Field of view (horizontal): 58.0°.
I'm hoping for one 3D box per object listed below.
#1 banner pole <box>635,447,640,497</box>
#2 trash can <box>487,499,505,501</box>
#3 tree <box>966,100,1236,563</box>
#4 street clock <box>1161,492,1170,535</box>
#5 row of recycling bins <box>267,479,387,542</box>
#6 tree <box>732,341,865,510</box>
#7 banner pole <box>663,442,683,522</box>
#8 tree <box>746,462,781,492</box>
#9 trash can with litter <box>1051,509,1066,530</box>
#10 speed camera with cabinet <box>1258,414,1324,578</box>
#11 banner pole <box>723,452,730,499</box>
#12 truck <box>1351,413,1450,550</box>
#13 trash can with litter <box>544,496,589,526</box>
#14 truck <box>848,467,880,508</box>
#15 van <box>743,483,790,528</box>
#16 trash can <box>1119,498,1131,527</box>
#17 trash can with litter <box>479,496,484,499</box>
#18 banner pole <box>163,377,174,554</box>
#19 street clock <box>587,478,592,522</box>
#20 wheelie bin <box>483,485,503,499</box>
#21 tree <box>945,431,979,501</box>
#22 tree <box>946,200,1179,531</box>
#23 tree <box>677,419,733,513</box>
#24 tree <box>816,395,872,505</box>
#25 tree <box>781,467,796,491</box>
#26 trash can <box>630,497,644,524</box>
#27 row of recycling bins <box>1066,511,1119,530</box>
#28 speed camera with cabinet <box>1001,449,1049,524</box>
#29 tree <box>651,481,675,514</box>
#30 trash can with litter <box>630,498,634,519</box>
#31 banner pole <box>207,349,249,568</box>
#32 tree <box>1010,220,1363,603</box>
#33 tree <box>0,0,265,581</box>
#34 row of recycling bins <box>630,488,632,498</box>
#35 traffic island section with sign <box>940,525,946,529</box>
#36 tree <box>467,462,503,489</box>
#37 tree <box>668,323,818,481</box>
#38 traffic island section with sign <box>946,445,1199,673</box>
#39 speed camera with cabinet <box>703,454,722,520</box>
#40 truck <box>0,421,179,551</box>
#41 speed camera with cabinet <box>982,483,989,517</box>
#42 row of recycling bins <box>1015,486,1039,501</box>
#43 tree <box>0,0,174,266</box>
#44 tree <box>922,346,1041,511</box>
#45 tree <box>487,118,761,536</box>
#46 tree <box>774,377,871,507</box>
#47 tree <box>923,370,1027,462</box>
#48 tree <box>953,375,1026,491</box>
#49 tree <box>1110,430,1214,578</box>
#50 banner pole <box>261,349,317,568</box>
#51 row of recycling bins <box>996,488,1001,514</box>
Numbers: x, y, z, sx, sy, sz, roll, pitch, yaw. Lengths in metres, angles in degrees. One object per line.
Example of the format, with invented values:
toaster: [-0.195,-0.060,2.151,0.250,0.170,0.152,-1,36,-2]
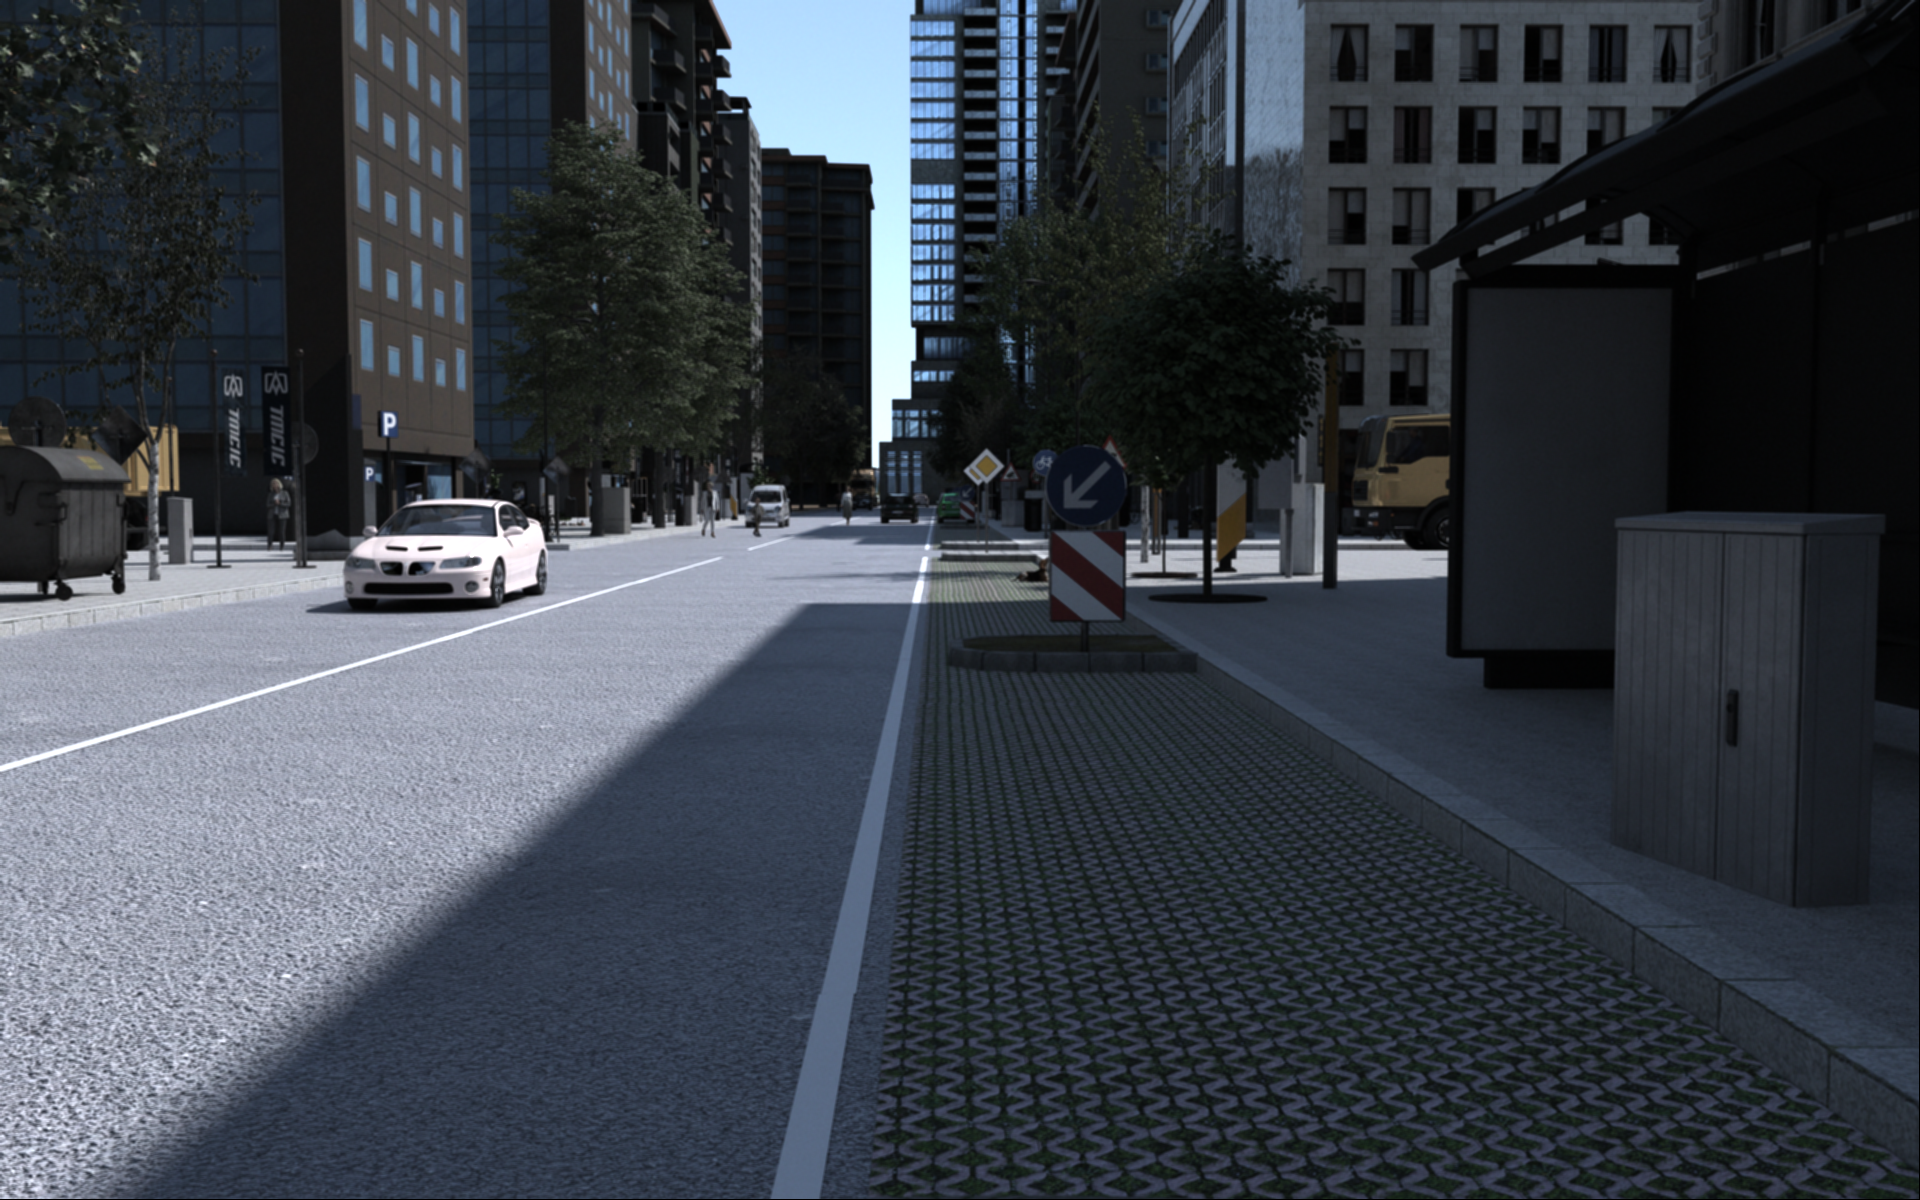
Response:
banner pole: [-15.085,-5.566,81.022,0.401,3.779,0.863,-2,4,-29]
trash can: [-13.833,-2.420,51.227,0.748,1.137,0.748,0,3,0]
tree: [3.297,-4.997,32.063,4.737,8.622,4.395,0,3,0]
street clock: [6.423,-3.044,54.342,0.358,2.002,0.471,0,4,-7]
row of recycling bins: [-17.433,-2.482,47.691,1.069,1.692,3.534,2,4,34]
tree: [-12.634,-13.920,137.961,12.009,13.543,11.850,0,3,0]
banner pole: [-13.529,-5.649,82.371,0.863,3.779,0.401,2,4,28]
tree: [-12.096,-6.662,103.520,1.663,3.219,1.824,0,3,0]
trash can with litter: [3.523,-2.797,57.112,1.055,1.170,0.624,1,4,18]
speed camera with cabinet: [5.282,-2.013,27.241,0.660,3.252,2.038,2,4,29]
banner pole: [-14.075,-6.996,104.407,0.401,3.779,0.863,2,4,35]
truck: [13.747,-2.831,42.214,9.791,3.379,3.469,0,3,0]
trash can with litter: [-16.097,-3.609,70.058,2.233,1.210,1.678,0,4,-8]
truck: [-10.108,-11.946,184.226,2.839,4.237,11.283,0,4,1]
van: [-8.340,-4.165,75.108,2.013,2.044,4.112,0,4,-1]
trash can: [6.362,-3.452,68.101,0.748,1.137,0.748,0,3,0]
trash can with litter: [-19.255,-3.643,70.624,1.678,1.210,2.233,0,4,2]
banner pole: [-16.810,-2.869,36.921,0.401,3.779,0.863,-2,4,-25]
street clock: [-16.644,-4.515,78.395,0.358,2.002,0.471,-3,5,-42]
wheelie bin: [-16.428,-3.245,60.962,0.693,1.594,0.980,-1,4,-20]
tree: [1.543,-16.472,187.439,7.486,12.596,7.792,0,3,0]
tree: [3.454,-8.219,60.129,9.928,11.665,9.643,0,3,0]
tree: [-17.137,-10.088,115.294,4.737,8.622,4.395,0,3,0]
tree: [-13.870,-17.090,197.542,7.486,12.596,7.792,0,3,0]
tree: [-12.733,-7.886,123.541,1.663,3.219,1.824,0,3,0]
trash can: [-14.154,-3.914,75.645,0.748,1.137,0.748,0,3,0]
row of recycling bins: [3.574,-2.439,46.992,1.069,1.692,3.534,1,4,17]
speed camera with cabinet: [2.835,-4.979,75.742,2.038,3.252,0.660,1,4,10]
tree: [-18.874,-7.061,110.046,1.663,3.219,1.824,0,3,0]
trash can with litter: [-11.873,-2.981,60.122,1.055,1.170,0.624,-2,4,-26]
banner pole: [-12.810,-2.464,30.296,0.401,3.779,0.863,2,4,29]
tree: [3.095,-2.276,20.919,4.285,4.588,4.351,0,3,0]
tree: [-12.143,-4.605,25.653,4.360,8.622,3.978,0,3,0]
row of recycling bins: [-22.511,-6.438,112.375,3.534,1.692,1.069,-3,4,-37]
traffic island section with sign: [0.177,-3.820,71.078,1.989,1.847,2.006,0,4,-1]
tree: [-24.027,-5.734,88.345,1.663,3.219,1.824,0,3,0]
tree: [-12.244,-9.782,94.344,8.767,10.594,7.601,-2,4,-33]
traffic island section with sign: [0.902,-0.374,14.747,1.989,1.847,2.006,0,4,-1]
speed camera with cabinet: [-12.407,-5.650,86.707,0.660,3.252,2.038,-1,4,-20]
truck: [-24.002,-2.770,41.217,9.791,3.379,3.469,0,4,-1]
speed camera with cabinet: [1.628,-6.347,98.105,0.660,3.252,2.038,0,4,7]
row of recycling bins: [4.476,-4.845,86.325,3.534,1.692,1.069,0,4,-7]
tree: [-11.438,-5.831,12.343,9.611,12.733,9.660,0,3,0]
tree: [1.640,-13.124,131.582,9.611,12.733,9.660,0,3,0]
tree: [-10.812,-8.248,52.987,7.486,12.596,7.792,0,3,0]
tree: [-13.454,-15.423,169.174,9.611,12.733,9.660,0,3,0]
tree: [1.821,-14.936,154.577,12.009,13.543,11.850,0,3,0]
tree: [2.149,-9.658,108.274,4.360,8.622,3.978,0,3,0]
tree: [3.060,-1.971,26.823,1.663,3.219,1.824,0,3,0]
banner pole: [-11.603,-2.439,29.897,0.863,3.779,0.401,-2,4,-28]
row of recycling bins: [2.922,-6.427,112.195,1.069,1.692,3.534,2,4,28]
